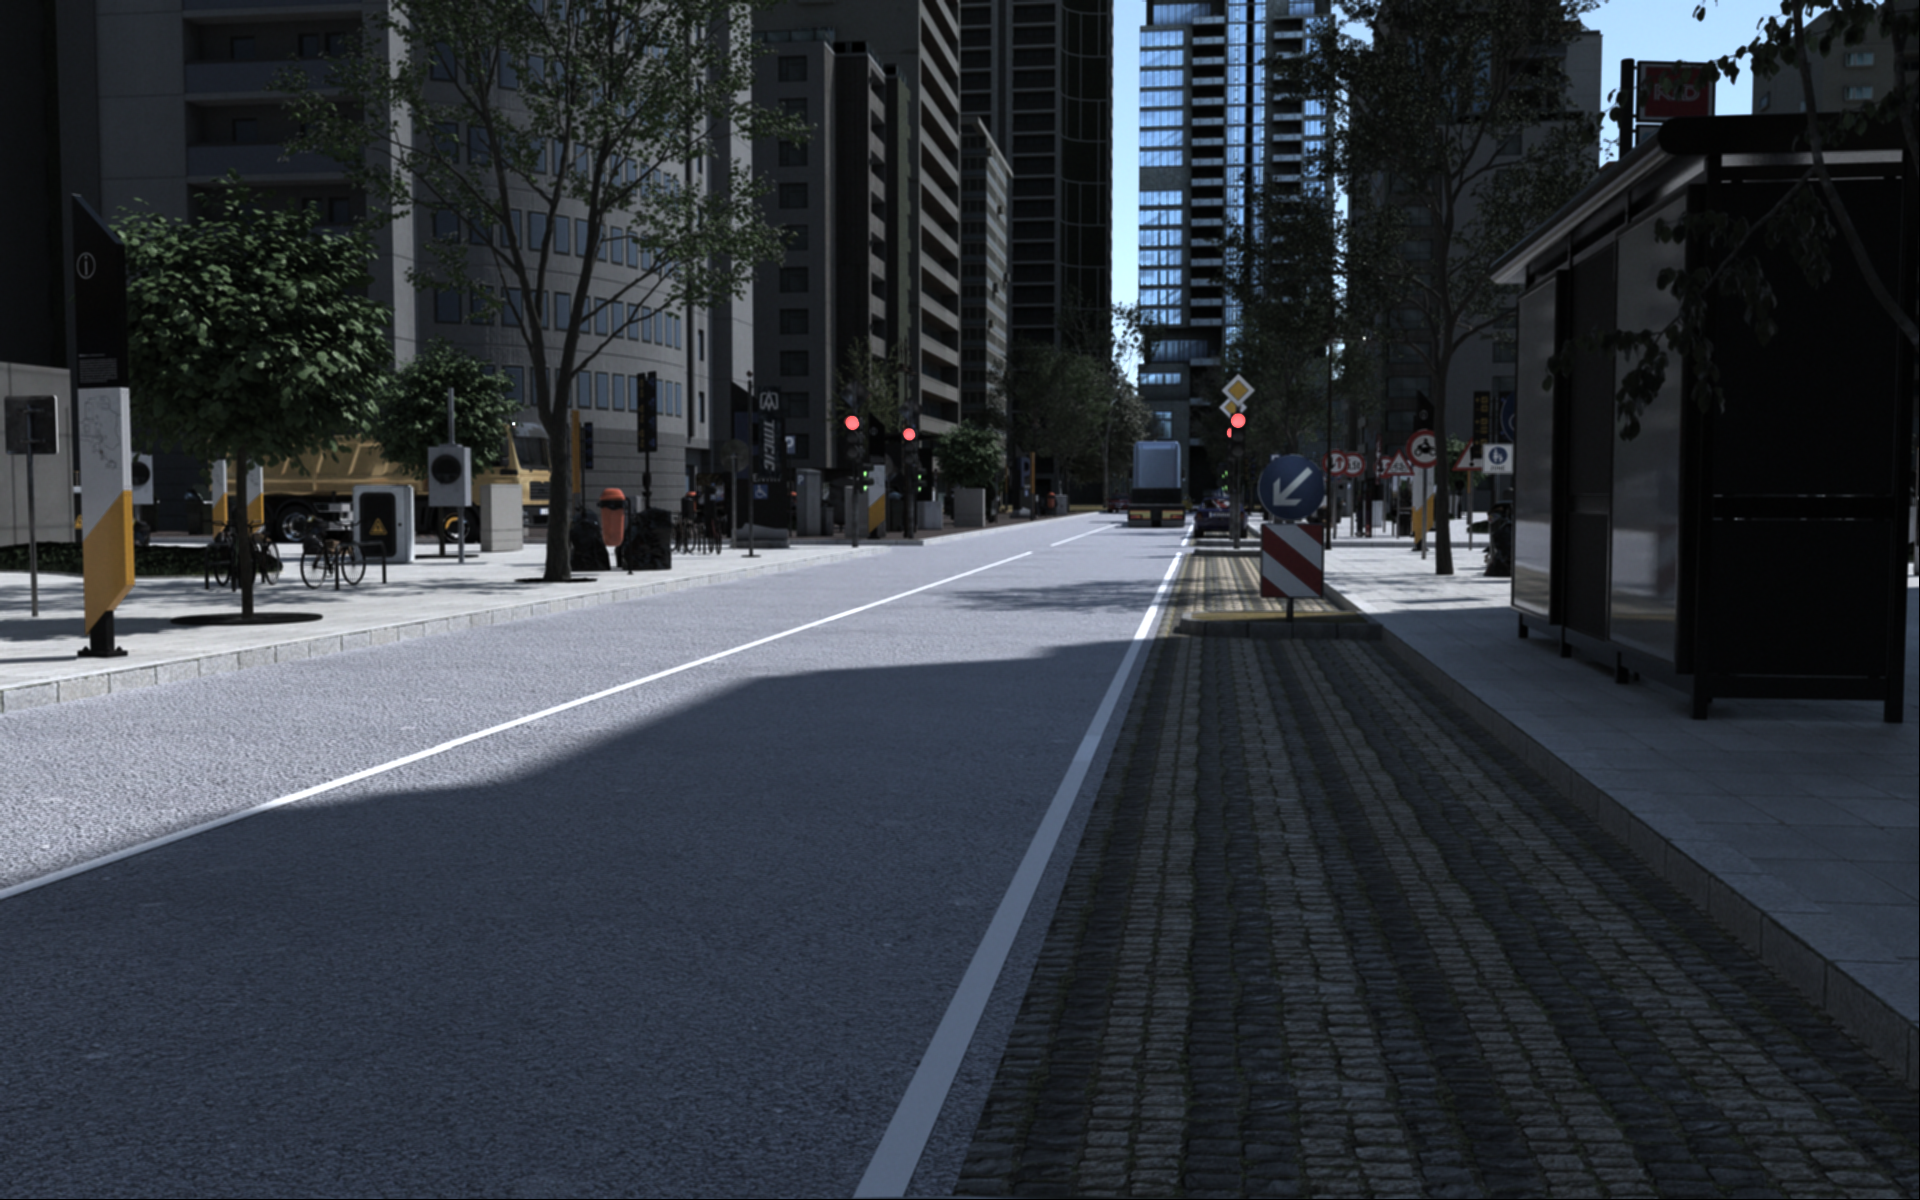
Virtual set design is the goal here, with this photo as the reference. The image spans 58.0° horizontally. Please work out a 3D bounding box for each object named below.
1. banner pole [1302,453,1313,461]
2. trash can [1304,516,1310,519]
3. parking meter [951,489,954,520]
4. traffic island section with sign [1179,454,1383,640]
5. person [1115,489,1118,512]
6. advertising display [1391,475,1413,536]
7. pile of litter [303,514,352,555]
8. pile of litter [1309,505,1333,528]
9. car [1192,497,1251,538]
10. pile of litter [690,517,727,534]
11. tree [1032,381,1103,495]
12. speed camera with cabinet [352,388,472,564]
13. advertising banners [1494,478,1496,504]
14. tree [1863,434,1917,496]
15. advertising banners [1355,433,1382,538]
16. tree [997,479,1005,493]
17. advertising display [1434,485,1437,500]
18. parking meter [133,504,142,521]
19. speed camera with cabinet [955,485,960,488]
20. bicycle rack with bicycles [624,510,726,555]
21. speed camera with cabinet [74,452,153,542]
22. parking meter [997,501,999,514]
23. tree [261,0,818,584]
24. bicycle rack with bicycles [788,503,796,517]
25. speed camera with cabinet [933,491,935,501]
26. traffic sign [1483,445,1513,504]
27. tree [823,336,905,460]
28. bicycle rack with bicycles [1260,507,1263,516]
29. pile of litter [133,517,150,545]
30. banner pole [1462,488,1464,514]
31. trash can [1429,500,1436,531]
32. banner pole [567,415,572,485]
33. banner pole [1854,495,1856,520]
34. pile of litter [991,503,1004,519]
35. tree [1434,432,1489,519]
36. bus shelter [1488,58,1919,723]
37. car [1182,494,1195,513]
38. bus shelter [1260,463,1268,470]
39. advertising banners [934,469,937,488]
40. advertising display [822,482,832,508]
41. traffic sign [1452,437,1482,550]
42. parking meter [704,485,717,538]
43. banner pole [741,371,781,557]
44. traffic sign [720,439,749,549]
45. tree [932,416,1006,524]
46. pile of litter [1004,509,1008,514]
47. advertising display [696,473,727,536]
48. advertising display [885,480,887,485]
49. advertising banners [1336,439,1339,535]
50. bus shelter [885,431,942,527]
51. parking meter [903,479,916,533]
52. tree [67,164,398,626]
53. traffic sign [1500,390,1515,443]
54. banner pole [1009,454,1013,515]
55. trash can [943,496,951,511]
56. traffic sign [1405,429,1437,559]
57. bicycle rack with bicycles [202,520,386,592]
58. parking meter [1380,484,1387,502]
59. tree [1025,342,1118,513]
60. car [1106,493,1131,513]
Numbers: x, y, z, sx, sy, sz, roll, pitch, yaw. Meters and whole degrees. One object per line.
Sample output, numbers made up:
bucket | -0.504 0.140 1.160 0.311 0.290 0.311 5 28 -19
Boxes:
banner pole | 21.216 -7.103 106.145 0.863 3.779 0.401 0 4 -8
trash can | 17.770 -4.750 89.321 0.748 1.137 0.748 0 3 0
parking meter | -0.276 -4.749 86.049 0.372 1.533 0.369 0 3 0
traffic island section with sign | 3.292 -0.571 17.967 1.989 1.847 2.006 0 4 8
person | 12.259 -7.778 135.654 0.705 1.826 1.348 1 4 11
advertising display | 13.605 -2.915 52.873 0.123 1.923 0.974 -3 5 -44
pile of litter | -13.513 -1.410 37.025 1.176 0.858 1.719 0 4 -4
pile of litter | 13.643 -3.156 65.561 1.176 0.858 1.719 -3 4 -38
car | 8.652 -2.736 57.309 1.945 1.354 3.894 1 4 10
pile of litter | -7.921 -2.542 55.535 1.719 0.858 1.176 0 4 5
tree | 6.372 -9.680 108.626 4.360 8.622 3.978 0 3 0
speed camera with cabinet | -10.135 -2.306 32.031 2.038 3.252 0.660 0 4 -4
advertising banners | 24.253 -5.042 78.627 0.090 3.025 2.074 1 4 12
tree | 15.399 -2.131 29.438 1.663 3.219 1.824 0 3 0
advertising banners | 12.028 -3.350 50.954 0.090 3.025 2.074 0 4 -6
tree | 2.485 -7.776 121.746 1.663 3.219 1.824 0 3 0
advertising display | 30.498 -6.419 110.161 0.123 1.923 0.974 -3 5 -41
parking meter | -18.911 -1.907 39.596 0.372 1.533 0.369 0 3 0
speed camera with cabinet | 0.659 -7.691 120.080 2.038 3.252 0.660 1 4 21
bicycle rack with bicycles | -6.380 -1.483 37.632 2.852 0.926 2.925 -1 4 -11
speed camera with cabinet | -18.763 -2.658 37.802 0.660 3.252 2.038 3 5 41
parking meter | 2.285 -6.272 110.961 0.372 1.533 0.369 0 3 0
tree | -5.869 -6.058 24.805 9.928 11.665 9.643 0 3 0
bicycle rack with bicycles | -7.117 -3.320 67.662 2.925 0.926 2.852 0 4 -8
speed camera with cabinet | -1.877 -5.468 83.745 0.660 3.252 2.038 2 4 24
traffic sign | 10.886 -2.018 35.119 0.606 2.300 0.079 1 4 9
tree | -4.033 -7.924 79.919 4.737 8.622 4.395 0 3 0
bicycle rack with bicycles | 18.518 -5.159 97.729 2.925 0.926 2.852 1 4 15
pile of litter | -15.314 -1.154 32.840 1.176 0.858 1.719 -1 4 -12
banner pole | 32.202 -7.372 110.553 0.401 3.779 0.863 2 4 31
trash can | 16.300 -2.929 59.541 0.748 1.137 0.748 0 3 0
banner pole | -12.256 -3.919 54.086 0.863 3.779 0.401 2 4 27
banner pole | 24.721 -3.548 48.031 0.863 3.779 0.401 -2 4 -25
pile of litter | 1.233 -4.539 88.180 1.176 0.858 1.719 -1 4 -19
tree | 25.870 -6.536 90.576 4.285 4.588 4.351 0 3 0
bus shelter | 5.571 -2.212 13.798 2.179 5.291 8.768 1 4 8
car | 17.128 -7.574 134.060 2.015 1.641 3.980 1 4 9
bus shelter | 18.868 -6.648 102.625 2.014 3.302 5.546 1 4 8
advertising banners | -1.998 -7.587 120.236 0.090 3.025 2.074 -2 4 -25
advertising display | -7.279 -5.471 94.657 0.123 1.923 0.974 -2 4 -33
traffic sign | 11.649 -2.413 39.456 0.884 2.594 0.081 1 4 17
parking meter | -7.348 -2.607 51.039 0.372 1.533 0.369 0 3 0
banner pole | -4.032 -2.766 35.236 0.863 3.779 0.401 0 4 -1
traffic sign | -5.236 -2.451 40.184 0.768 2.556 0.104 1 4 17
tree | 0.302 -5.491 73.488 4.285 4.588 4.351 0 3 0
pile of litter | 2.636 -6.093 113.582 1.719 0.858 1.176 -3 4 -38
advertising display | -7.700 -2.960 53.607 0.974 1.923 0.123 1 4 14
advertising display | -2.672 -3.441 61.479 0.123 1.923 0.974 0 4 -5
advertising banners | 11.881 -3.578 54.692 0.090 3.025 2.074 1 4 10
bus shelter | -2.029 -4.636 67.088 1.731 3.624 6.357 0 4 8
parking meter | -1.664 -3.145 57.140 0.399 1.863 0.255 -2 4 -27
tree | -7.243 -2.070 17.551 4.285 4.588 4.351 0 3 0
traffic sign | 6.566 -1.205 19.807 0.768 2.556 0.104 1 4 17
banner pole | 3.237 -7.256 108.660 0.401 3.779 0.863 -2 4 -24
trash can | -0.830 -6.778 122.477 0.748 1.137 0.748 0 3 0
traffic sign | 9.144 -2.077 34.066 0.768 2.556 0.104 1 4 16
bicycle rack with bicycles | -9.323 -0.642 23.883 2.852 0.926 2.925 0 4 3
parking meter | 24.168 -5.697 98.856 0.399 1.863 0.255 -2 4 -32
tree | 7.269 -11.844 119.411 9.928 11.665 9.643 0 3 0
car | 12.281 -7.557 132.593 2.155 1.783 4.494 1 4 9
